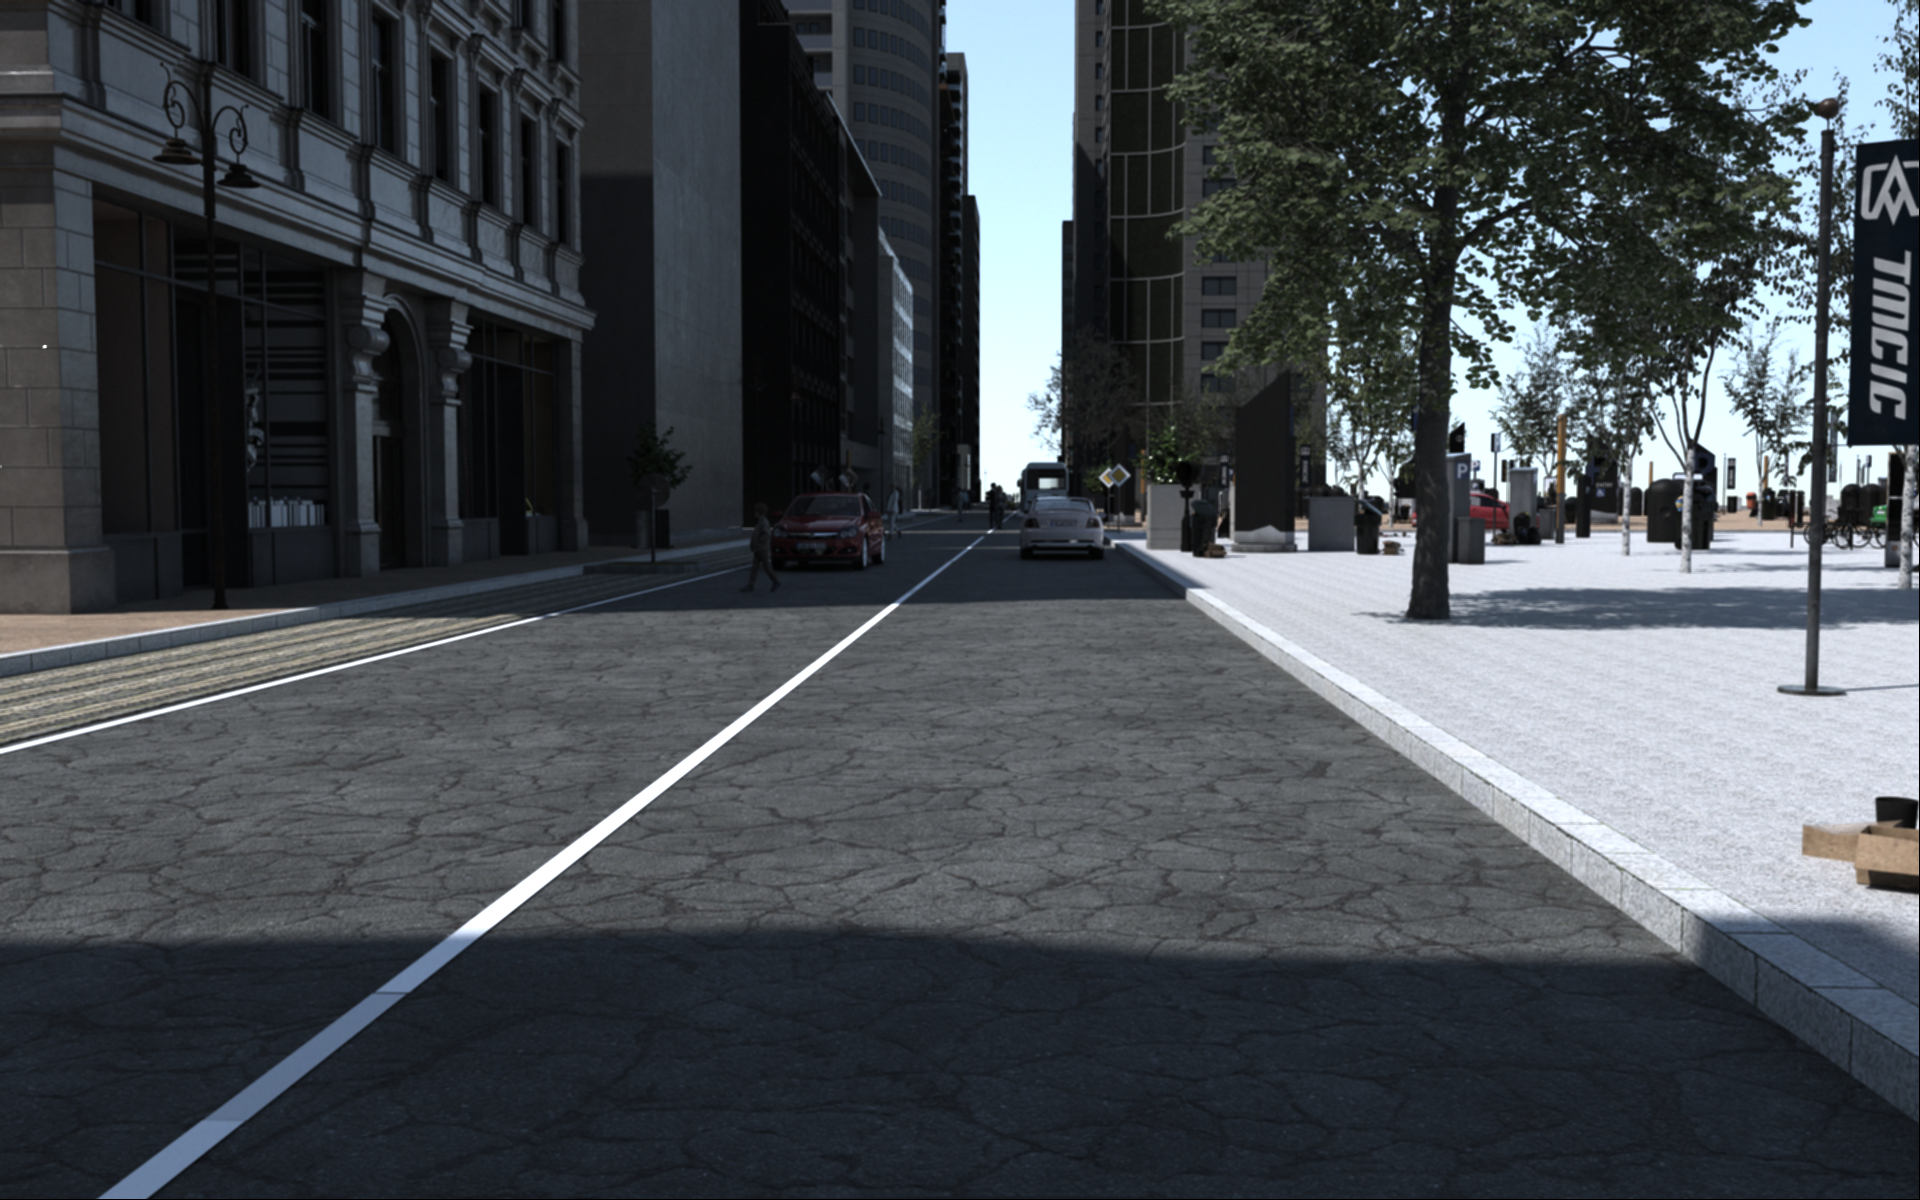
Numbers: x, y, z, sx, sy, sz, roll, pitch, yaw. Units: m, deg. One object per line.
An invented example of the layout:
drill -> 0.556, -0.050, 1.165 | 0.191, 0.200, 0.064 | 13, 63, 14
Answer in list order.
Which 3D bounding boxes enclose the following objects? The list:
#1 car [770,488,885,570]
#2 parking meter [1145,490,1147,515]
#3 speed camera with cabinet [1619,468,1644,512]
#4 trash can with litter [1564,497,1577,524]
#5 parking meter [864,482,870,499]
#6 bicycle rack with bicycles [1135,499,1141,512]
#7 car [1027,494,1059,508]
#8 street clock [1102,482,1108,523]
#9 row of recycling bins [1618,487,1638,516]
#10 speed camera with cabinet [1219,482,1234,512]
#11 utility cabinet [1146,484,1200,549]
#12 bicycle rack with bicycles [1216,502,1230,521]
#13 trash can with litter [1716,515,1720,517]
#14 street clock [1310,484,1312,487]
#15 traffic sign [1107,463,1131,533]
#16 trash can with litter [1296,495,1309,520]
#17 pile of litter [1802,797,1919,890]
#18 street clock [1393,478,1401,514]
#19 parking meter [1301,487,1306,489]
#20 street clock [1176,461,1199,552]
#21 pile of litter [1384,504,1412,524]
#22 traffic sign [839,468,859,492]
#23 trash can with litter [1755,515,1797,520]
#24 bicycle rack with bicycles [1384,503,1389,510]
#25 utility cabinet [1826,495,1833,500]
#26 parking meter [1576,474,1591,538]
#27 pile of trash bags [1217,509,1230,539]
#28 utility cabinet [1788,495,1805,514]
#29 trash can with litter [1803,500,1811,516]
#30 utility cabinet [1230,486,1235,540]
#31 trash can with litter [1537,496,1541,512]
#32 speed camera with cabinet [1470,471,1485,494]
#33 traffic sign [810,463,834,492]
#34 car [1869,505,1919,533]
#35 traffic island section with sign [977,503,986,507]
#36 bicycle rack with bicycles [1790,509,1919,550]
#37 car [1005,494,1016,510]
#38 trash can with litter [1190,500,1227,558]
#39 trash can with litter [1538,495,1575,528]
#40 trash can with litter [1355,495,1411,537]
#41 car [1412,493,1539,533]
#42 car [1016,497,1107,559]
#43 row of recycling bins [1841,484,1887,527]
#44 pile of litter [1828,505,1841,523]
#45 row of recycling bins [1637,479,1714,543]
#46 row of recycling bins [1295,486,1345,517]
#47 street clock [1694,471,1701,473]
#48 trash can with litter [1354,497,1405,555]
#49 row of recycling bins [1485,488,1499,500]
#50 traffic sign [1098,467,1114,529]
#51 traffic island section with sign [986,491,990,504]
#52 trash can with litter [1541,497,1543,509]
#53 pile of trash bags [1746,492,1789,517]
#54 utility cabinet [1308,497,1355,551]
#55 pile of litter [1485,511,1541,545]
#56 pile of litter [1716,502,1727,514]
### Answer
car -> -2.561, -1.528, 34.028 | 2.155, 1.783, 4.494 | 0, 4, 5
parking meter -> 11.395, -5.972, 106.048 | 0.372, 1.533, 0.369 | 0, 3, 0
speed camera with cabinet -> 48.594, -8.032, 125.652 | 2.038, 3.252, 0.660 | 1, 4, 20
trash can with litter -> 25.903, -3.812, 73.716 | 1.055, 1.170, 0.624 | -3, 5, -40
parking meter -> -4.679, -4.974, 87.036 | 0.255, 1.863, 0.399 | 1, 4, 13
bicycle rack with bicycles -> 12.344, -6.783, 124.286 | 2.852, 0.926, 2.925 | 0, 4, -7
car -> 4.637, -4.944, 92.632 | 2.131, 1.459, 4.920 | 0, 4, 4
street clock -> 6.595, -4.497, 78.098 | 0.358, 2.002, 0.471 | -1, 4, -17
row of recycling bins -> 39.359, -5.810, 102.104 | 3.534, 1.692, 1.069 | 1, 4, 15
speed camera with cabinet -> 19.562, -7.982, 124.845 | 0.660, 3.252, 2.038 | -2, 4, -32
utility cabinet -> 4.912, -1.914, 39.970 | 1.173, 1.500, 0.318 | -1, 4, -11
bicycle rack with bicycles -> 13.209, -4.202, 82.088 | 2.925, 0.926, 2.852 | 0, 4, 7
trash can with litter -> 41.754, -5.261, 97.073 | 2.233, 1.210, 1.678 | -2, 4, -25
street clock -> 25.771, -7.446, 126.304 | 0.471, 2.002, 0.358 | -3, 4, -37
traffic sign -> 5.165, -3.226, 56.387 | 0.795, 2.450, 0.064 | 0, 4, 3
trash can with litter -> 17.787, -4.671, 87.432 | 2.233, 1.210, 1.678 | -2, 4, -35
pile of litter -> 3.482, 0.513, 5.582 | 1.176, 0.858, 1.719 | 0, 4, 3
street clock -> 19.696, -4.498, 78.104 | 0.358, 2.002, 0.471 | 1, 4, 23
parking meter -> 19.514, -5.653, 98.129 | 0.255, 1.863, 0.399 | -1, 4, -20
street clock -> 5.029, -2.067, 38.370 | 0.471, 2.002, 0.358 | 3, 5, 44
pile of litter -> 19.392, -3.760, 75.440 | 1.719, 0.858, 1.176 | 2, 4, 33
traffic sign -> -4.156, -3.742, 64.822 | 0.795, 2.450, 0.064 | 0, 4, 3
trash can with litter -> 40.885, -4.642, 86.951 | 1.678, 1.210, 2.233 | -3, 4, -38
bicycle rack with bicycles -> 31.713, -6.870, 125.706 | 2.852, 0.926, 2.925 | 0, 4, 1
utility cabinet -> 59.964, -6.664, 120.124 | 1.020, 1.237, 0.306 | 2, 4, 28
parking meter -> 18.334, -2.764, 50.903 | 0.399, 1.863, 0.255 | -3, 4, -36
pile of trash bags -> 7.882, -2.460, 49.978 | 3.447, 1.369, 1.912 | 0, 4, 4
utility cabinet -> 53.356, -6.082, 110.596 | 1.020, 1.237, 0.306 | 2, 4, 35
trash can with litter -> 50.091, -5.544, 102.027 | 0.624, 1.170, 1.055 | -3, 5, -39
utility cabinet -> 7.841, -2.340, 46.940 | 0.318, 1.500, 1.173 | -2, 4, -35
trash can with litter -> 36.409, -5.964, 108.904 | 0.624, 1.170, 1.055 | 2, 4, 32
speed camera with cabinet -> 30.435, -6.686, 103.647 | 2.038, 3.252, 0.660 | -2, 4, -26
traffic sign -> -4.518, -3.254, 56.846 | 0.795, 2.450, 0.064 | 0, 4, 3
car -> 33.187, -3.019, 58.161 | 4.718, 1.807, 1.959 | 0, 4, 2
traffic island section with sign -> 1.547, -11.153, 190.973 | 1.989, 1.847, 2.006 | 0, 4, 3
bicycle rack with bicycles -> 21.051, -1.687, 40.968 | 2.852, 0.926, 2.925 | -1, 4, -18
car -> 4.015, -8.846, 154.857 | 2.015, 1.641, 3.980 | 0, 4, 1
trash can with litter -> 5.082, -1.445, 35.015 | 0.624, 1.170, 1.055 | -1, 4, -19
trash can with litter -> 22.407, -3.390, 66.482 | 2.233, 1.210, 1.678 | 2, 4, 27
trash can with litter -> 12.674, -2.505, 52.007 | 2.233, 1.210, 1.678 | 1, 4, 22
car -> 18.070, -3.138, 60.350 | 4.494, 1.783, 2.155 | 0, 4, 2
car -> 2.317, -1.662, 39.540 | 2.083, 1.381, 4.827 | 0, 4, 3
row of recycling bins -> 36.244, -3.726, 68.028 | 1.069, 1.692, 3.534 | -2, 4, -26
pile of litter -> 38.671, -3.789, 75.908 | 1.176, 0.858, 1.719 | 1, 4, 23
row of recycling bins -> 19.625, -2.440, 47.007 | 1.069, 1.692, 3.534 | 3, 5, 40
row of recycling bins -> 19.565, -5.368, 94.884 | 1.069, 1.692, 3.534 | -3, 5, -40
street clock -> 22.981, -3.027, 54.055 | 0.471, 2.002, 0.358 | 1, 4, 16
trash can with litter -> 8.902, -1.551, 36.744 | 1.055, 1.170, 0.624 | 2, 4, 28
row of recycling bins -> 35.723, -6.826, 118.725 | 1.069, 1.692, 3.534 | -1, 4, -16
traffic sign -> 5.528, -3.714, 64.364 | 0.795, 2.450, 0.064 | 0, 4, 3
traffic island section with sign -> 4.078, -14.576, 246.948 | 1.989, 1.847, 2.006 | 0, 4, 3
trash can with litter -> 27.636, -4.226, 80.476 | 0.624, 1.170, 1.055 | 3, 5, 41
pile of trash bags -> 44.741, -5.286, 96.180 | 3.447, 1.369, 1.912 | -3, 4, -36
utility cabinet -> 8.365, -1.701, 38.974 | 1.020, 1.237, 0.306 | 1, 4, 13
pile of litter -> 13.999, -1.828, 43.857 | 1.719, 0.858, 1.176 | -1, 4, -20
pile of litter -> 50.174, -6.151, 114.533 | 1.719, 0.858, 1.176 | -1, 4, -16
